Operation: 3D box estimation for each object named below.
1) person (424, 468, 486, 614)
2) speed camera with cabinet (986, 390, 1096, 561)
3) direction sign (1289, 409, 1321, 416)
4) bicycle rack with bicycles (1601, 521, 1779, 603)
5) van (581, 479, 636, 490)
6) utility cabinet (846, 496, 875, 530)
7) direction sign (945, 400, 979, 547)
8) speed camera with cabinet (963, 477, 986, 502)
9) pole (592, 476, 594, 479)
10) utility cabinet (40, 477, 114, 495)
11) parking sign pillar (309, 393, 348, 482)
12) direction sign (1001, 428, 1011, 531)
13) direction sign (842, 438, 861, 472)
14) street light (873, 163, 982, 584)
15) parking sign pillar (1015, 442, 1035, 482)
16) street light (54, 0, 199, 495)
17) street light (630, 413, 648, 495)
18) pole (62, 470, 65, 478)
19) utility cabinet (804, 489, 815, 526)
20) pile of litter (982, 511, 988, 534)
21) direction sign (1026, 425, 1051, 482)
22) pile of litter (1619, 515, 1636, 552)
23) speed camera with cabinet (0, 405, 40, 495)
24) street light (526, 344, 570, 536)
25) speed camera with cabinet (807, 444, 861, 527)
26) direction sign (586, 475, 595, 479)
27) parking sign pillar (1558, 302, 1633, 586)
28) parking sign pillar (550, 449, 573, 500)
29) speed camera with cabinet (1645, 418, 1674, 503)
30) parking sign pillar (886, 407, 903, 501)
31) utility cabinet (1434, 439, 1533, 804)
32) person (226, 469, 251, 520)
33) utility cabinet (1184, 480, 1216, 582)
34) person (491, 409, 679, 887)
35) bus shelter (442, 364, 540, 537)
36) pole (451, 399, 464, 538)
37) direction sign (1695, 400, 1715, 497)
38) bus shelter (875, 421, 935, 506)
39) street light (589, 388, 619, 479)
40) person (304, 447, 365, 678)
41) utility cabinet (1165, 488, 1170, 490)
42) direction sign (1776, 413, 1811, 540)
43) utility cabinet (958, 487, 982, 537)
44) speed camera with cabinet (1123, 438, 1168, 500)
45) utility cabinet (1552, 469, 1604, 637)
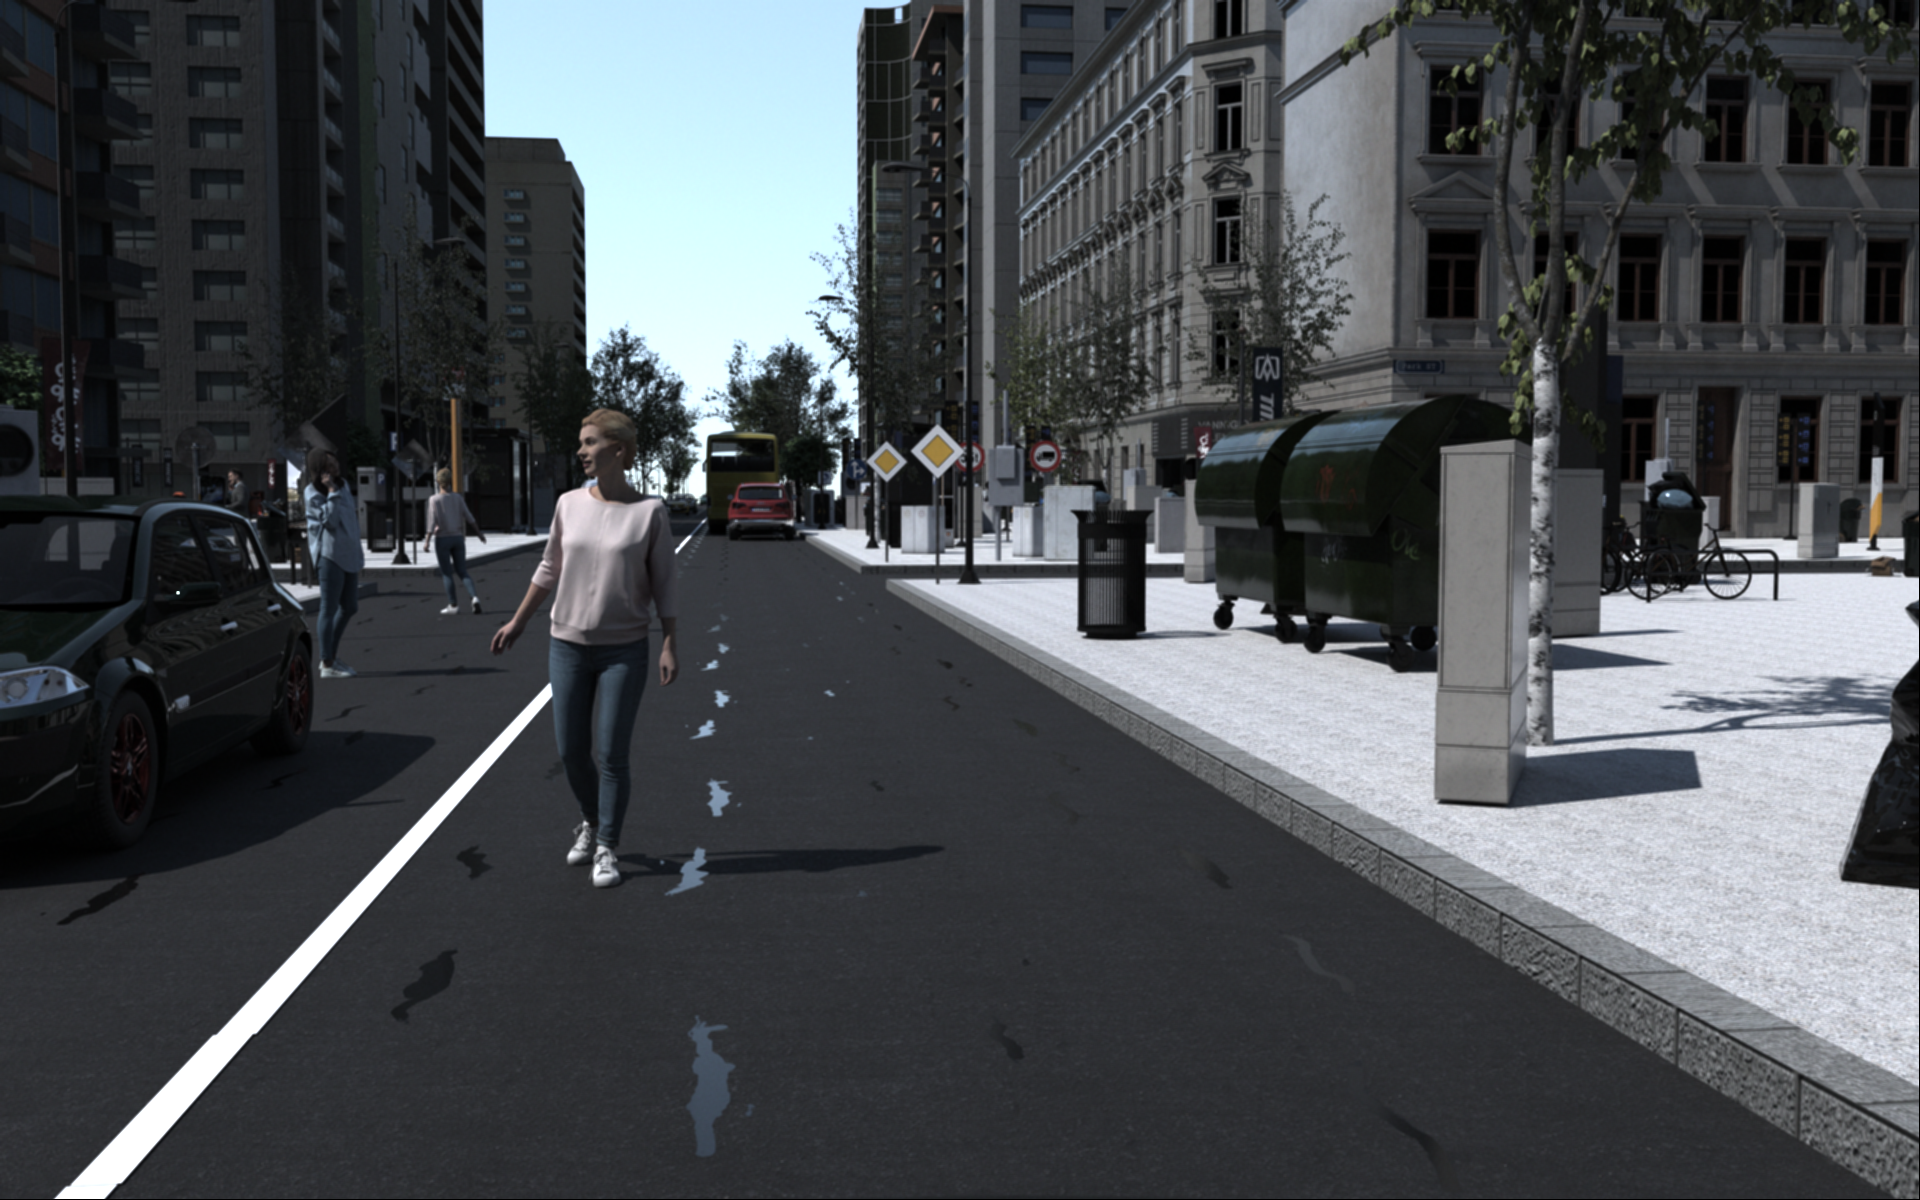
[{"bbox_3d":[-5.955,-0.705,20.691,0.598,1.740,0.731,2,4,32],"label":"person"},{"bbox_3d":[1.578,-2.379,33.230,2.038,3.252,0.660,0,4,4],"label":"speed camera with cabinet"},{"bbox_3d":[9.224,-3.327,46.400,0.876,3.537,0.379,0,4,-6],"label":"direction sign"},{"bbox_3d":[8.591,-0.503,21.604,2.925,0.926,2.852,-1,4,-13],"label":"bicycle rack with bicycles"},{"bbox_3d":[-9.219,-2.339,45.259,2.013,2.044,4.112,0,4,-8],"label":"van"},{"bbox_3d":[-3.594,-3.146,62.605,1.020,1.237,0.306,1,4,8],"label":"utility cabinet"},{"bbox_3d":[0.044,-3.062,42.053,0.876,3.537,0.379,-1,4,-20],"label":"direction sign"},{"bbox_3d":[1.318,-5.176,78.970,2.038,3.252,0.660,0,4,8],"label":"speed camera with cabinet"},{"bbox_3d":[-21.795,-6.669,102.873,0.158,3.312,0.155,0,3,0],"label":"pole"},{"bbox_3d":[-12.097,-0.902,23.422,1.173,1.500,0.318,-3,5,-40],"label":"utility cabinet"},{"bbox_3d":[-16.850,-3.509,45.837,1.447,3.967,1.447,2,4,27],"label":"parking sign pillar"},{"bbox_3d":[1.596,-4.157,59.966,0.379,3.537,0.876,-1,4,-19],"label":"direction sign"},{"bbox_3d":[-4.372,-4.769,69.976,0.876,3.537,0.379,-2,4,-33],"label":"direction sign"},{"bbox_3d":[-0.404,-3.181,24.544,1.470,5.913,1.316,0,4,-8],"label":"street light"},{"bbox_3d":[3.526,-6.202,89.875,1.447,3.967,1.447,-1,4,-17],"label":"parking sign pillar"},{"bbox_3d":[-7.659,-2.654,15.941,1.470,5.913,1.316,0,4,-8],"label":"street light"},{"bbox_3d":[-18.883,-7.771,99.598,1.470,5.913,1.316,0,4,-8],"label":"street light"},{"bbox_3d":[-15.915,-2.264,30.861,0.158,3.312,0.155,0,3,0],"label":"pole"},{"bbox_3d":[-6.032,-3.731,69.687,0.318,1.500,1.173,0,4,2],"label":"utility cabinet"},{"bbox_3d":[0.307,-2.613,56.684,1.176,0.858,1.719,0,4,-4],"label":"pile of litter"},{"bbox_3d":[2.579,-3.985,57.158,0.876,3.537,0.379,-1,4,-18],"label":"direction sign"},{"bbox_3d":[14.410,-1.514,38.724,1.719,0.858,1.176,-2,4,-24],"label":"pile of litter"},{"bbox_3d":[-21.763,-2.813,40.323,0.660,3.252,2.038,2,4,32],"label":"speed camera with cabinet"},{"bbox_3d":[-12.725,-4.954,53.533,1.470,5.913,1.316,0,4,-8],"label":"street light"},{"bbox_3d":[-4.935,-4.486,67.687,2.038,3.252,0.660,-1,4,-19],"label":"speed camera with cabinet"},{"bbox_3d":[-16.314,-5.220,77.348,0.876,3.537,0.379,1,4,18],"label":"direction sign"},{"bbox_3d":[8.869,-2.217,24.718,1.447,3.967,1.447,-1,4,-14],"label":"parking sign pillar"},{"bbox_3d":[-23.821,-7.040,103.576,1.447,3.967,1.447,-3,5,-43],"label":"parking sign pillar"},{"bbox_3d":[18.665,-3.149,45.820,0.660,3.252,2.038,3,4,36],"label":"speed camera with cabinet"},{"bbox_3d":[-1.949,-3.829,51.077,1.447,3.967,1.447,0,3,0],"label":"parking sign pillar"},{"bbox_3d":[2.301,0.065,7.610,0.318,1.500,1.173,1,4,21],"label":"utility cabinet"},{"bbox_3d":[-11.802,-1.220,28.246,0.447,1.846,0.655,-1,4,-21],"label":"person"},{"bbox_3d":[3.540,-1.022,25.394,0.318,1.500,1.173,1,4,19],"label":"utility cabinet"},{"bbox_3d":[-1.394,0.163,6.501,0.731,1.740,0.598,0,4,-2],"label":"person"},{"bbox_3d":[-15.222,-4.805,56.193,2.179,5.291,8.768,0,4,-8],"label":"bus shelter"},{"bbox_3d":[-10.783,-2.649,37.158,0.158,3.312,0.155,0,3,0],"label":"pole"},{"bbox_3d":[18.072,-3.063,42.073,0.876,3.537,0.379,-3,5,-41],"label":"direction sign"},{"bbox_3d":[-1.853,-4.055,57.576,1.731,3.624,6.357,0,4,-8],"label":"bus shelter"},{"bbox_3d":[-15.686,-6.337,76.152,1.470,5.913,1.316,0,4,-8],"label":"street light"},{"bbox_3d":[-4.912,-0.293,13.550,0.793,1.790,0.793,-2,4,-24],"label":"person"},{"bbox_3d":[7.993,-3.510,66.066,0.318,1.500,1.173,1,4,15],"label":"utility cabinet"},{"bbox_3d":[23.301,-3.455,48.485,0.876,3.537,0.379,0,4,4],"label":"direction sign"},{"bbox_3d":[0.070,-2.597,51.137,1.173,1.500,0.318,0,4,4],"label":"utility cabinet"},{"bbox_3d":[6.693,-4.153,62.244,0.660,3.252,2.038,3,5,43],"label":"speed camera with cabinet"},{"bbox_3d":[5.198,-0.414,15.448,1.173,1.500,0.318,-2,4,-30],"label":"utility cabinet"}]
